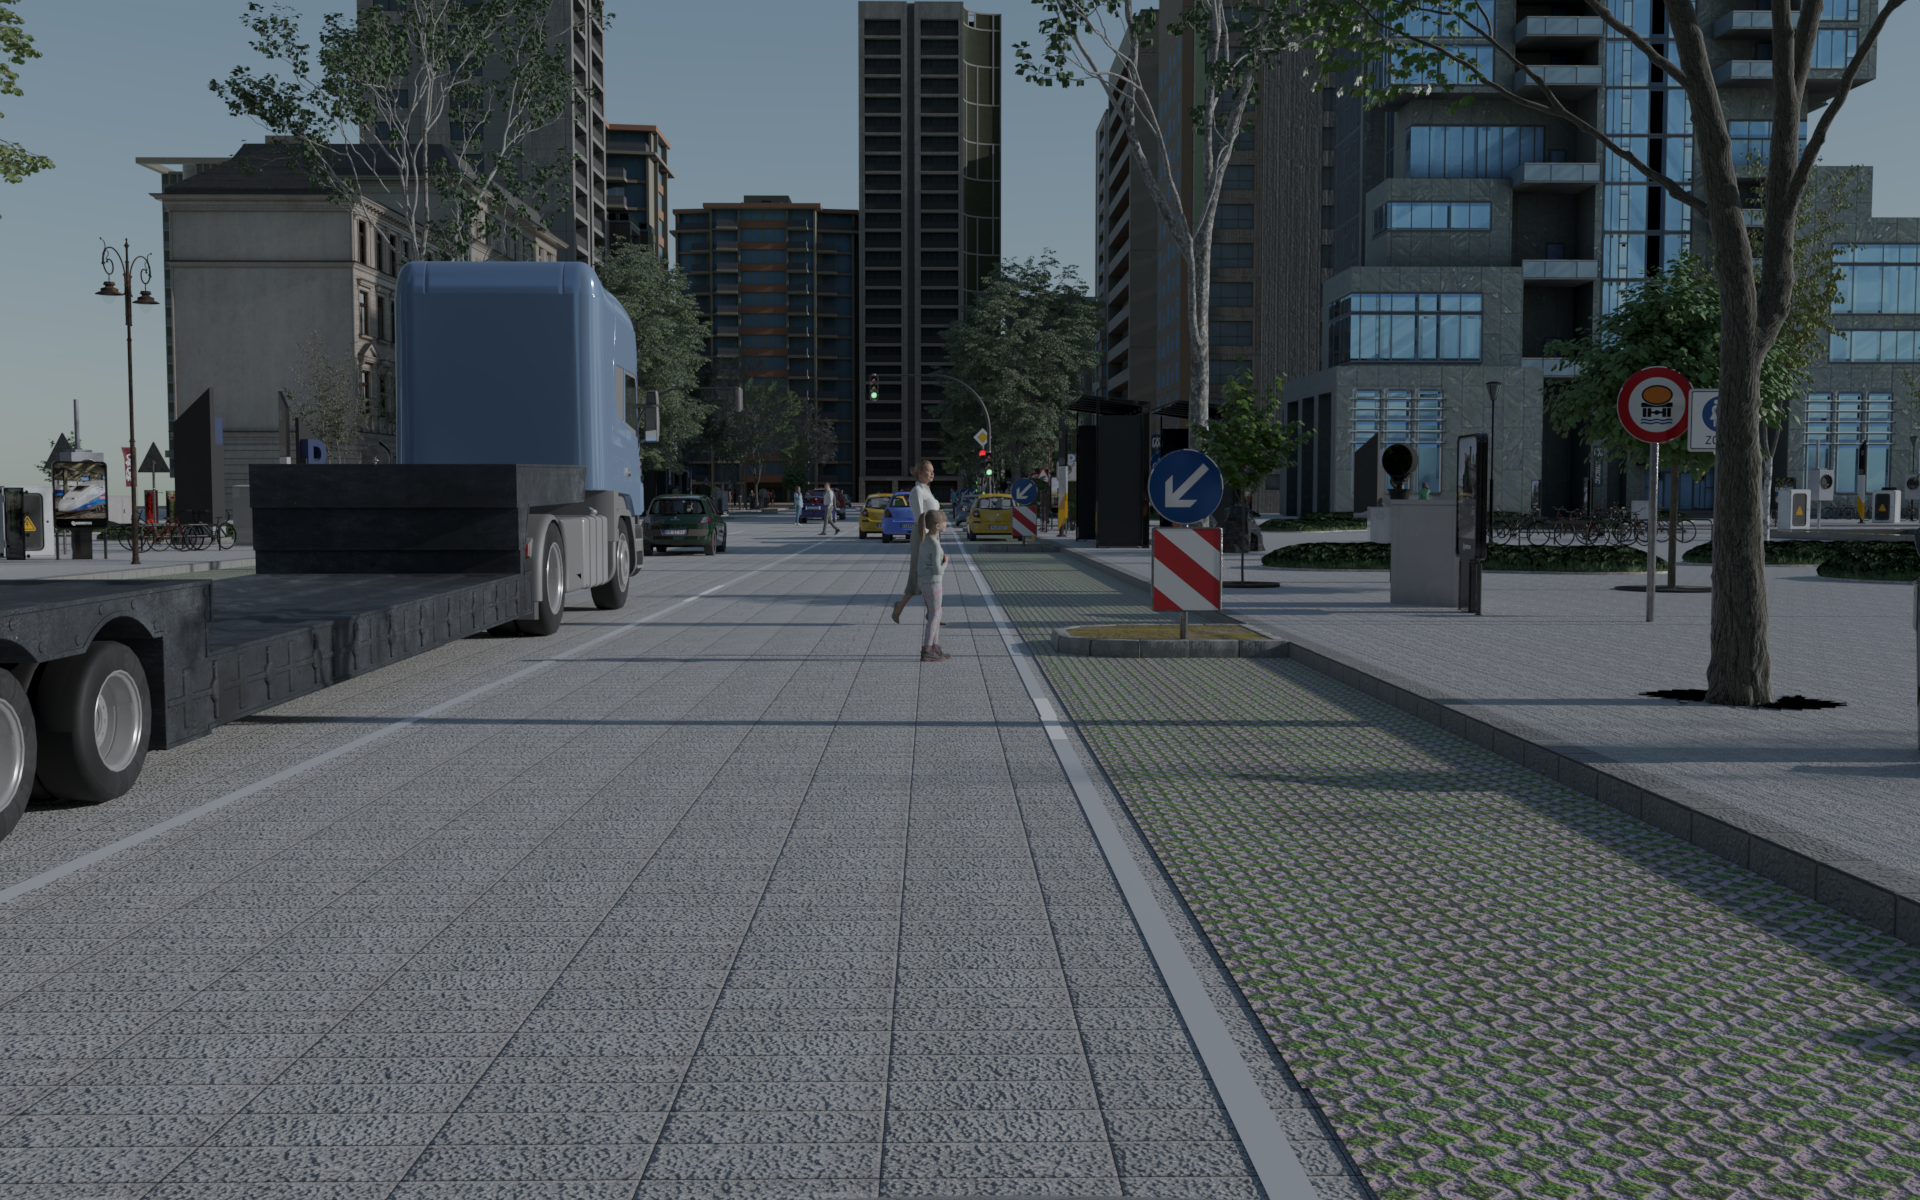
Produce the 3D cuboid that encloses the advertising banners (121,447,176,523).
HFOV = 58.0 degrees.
[{"bbox_3d":[-30.342,-4.210,65.013,2.074,3.025,0.090,-3,5,-42],"label":"advertising banners"}]

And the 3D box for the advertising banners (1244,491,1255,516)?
[{"bbox_3d":[12.312,-5.028,78.388,2.074,3.025,0.090,0,4,-7],"label":"advertising banners"}]

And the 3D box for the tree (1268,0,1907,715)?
[{"bbox_3d":[4.854,-5.180,10.456,9.928,11.665,9.643,0,3,0],"label":"tree"}]

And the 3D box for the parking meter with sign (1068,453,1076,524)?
[{"bbox_3d":[5.342,-4.812,74.944,0.543,3.016,1.738,3,5,41],"label":"parking meter with sign"}]

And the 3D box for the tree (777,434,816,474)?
[{"bbox_3d":[-18.629,-15.108,197.384,4.737,8.622,4.395,0,3,0],"label":"tree"}]

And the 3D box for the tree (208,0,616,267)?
[{"bbox_3d":[-17.001,-12.018,52.390,12.611,20.169,13.585,0,3,0],"label":"tree"}]

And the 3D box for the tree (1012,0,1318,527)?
[{"bbox_3d":[3.277,-10.800,32.462,12.611,20.169,13.585,0,3,0],"label":"tree"}]

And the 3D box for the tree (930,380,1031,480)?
[{"bbox_3d":[2.289,-12.607,140.539,8.767,10.594,7.601,1,4,16],"label":"tree"}]

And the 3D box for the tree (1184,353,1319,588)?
[{"bbox_3d":[3.841,-1.802,24.066,1.663,3.219,1.824,0,3,0],"label":"tree"}]

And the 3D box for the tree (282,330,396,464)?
[{"bbox_3d":[-28.069,-7.767,77.347,4.360,8.622,3.978,0,3,0],"label":"tree"}]

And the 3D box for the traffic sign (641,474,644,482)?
[{"bbox_3d":[-17.852,-5.844,95.651,0.768,2.556,0.104,0,4,4],"label":"traffic sign"}]

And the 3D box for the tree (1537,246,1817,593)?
[{"bbox_3d":[9.563,-2.399,22.942,4.285,4.588,4.351,0,3,0],"label":"tree"}]

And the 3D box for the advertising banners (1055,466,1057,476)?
[{"bbox_3d":[6.506,-6.727,106.175,0.090,3.025,2.074,-3,4,-37],"label":"advertising banners"}]

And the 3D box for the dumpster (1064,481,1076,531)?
[{"bbox_3d":[4.311,-3.576,60.969,1.502,2.255,1.985,0,4,-1],"label":"dumpster"}]

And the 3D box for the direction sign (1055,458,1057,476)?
[{"bbox_3d":[6.180,-7.187,109.499,0.876,3.537,0.379,2,4,30],"label":"direction sign"}]

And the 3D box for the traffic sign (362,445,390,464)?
[{"bbox_3d":[-15.106,-2.731,44.762,0.768,2.556,0.104,1,4,8],"label":"traffic sign"}]

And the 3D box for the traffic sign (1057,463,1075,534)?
[{"bbox_3d":[3.382,-3.243,55.156,0.606,2.300,0.079,0,4,1],"label":"traffic sign"}]

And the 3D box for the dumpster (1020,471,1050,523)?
[{"bbox_3d":[3.229,-4.446,75.193,1.502,2.255,1.985,0,4,-1],"label":"dumpster"}]

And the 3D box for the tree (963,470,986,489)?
[{"bbox_3d":[1.943,-12.946,195.388,4.285,4.588,4.351,0,3,0],"label":"tree"}]

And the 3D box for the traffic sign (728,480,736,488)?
[{"bbox_3d":[-16.620,-7.591,126.241,0.606,2.300,0.079,0,4,8],"label":"traffic sign"}]

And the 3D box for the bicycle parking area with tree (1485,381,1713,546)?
[{"bbox_3d":[15.416,-3.619,46.176,8.231,4.147,9.016,-2,4,-30],"label":"bicycle parking area with tree"}]

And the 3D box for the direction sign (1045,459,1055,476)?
[{"bbox_3d":[5.137,-6.818,103.470,0.379,3.537,0.876,3,4,39],"label":"direction sign"}]

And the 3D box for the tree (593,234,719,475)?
[{"bbox_3d":[-16.837,-11.023,86.884,9.857,13.997,8.962,0,3,0],"label":"tree"}]

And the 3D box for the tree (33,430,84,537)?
[{"bbox_3d":[-26.737,-3.532,52.345,1.663,3.219,1.824,0,3,0],"label":"tree"}]

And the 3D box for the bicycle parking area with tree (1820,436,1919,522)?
[{"bbox_3d":[46.584,-5.895,83.386,9.016,4.147,8.231,2,4,25],"label":"bicycle parking area with tree"}]

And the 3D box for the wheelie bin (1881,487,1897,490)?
[{"bbox_3d":[41.855,-4.286,77.978,0.980,1.594,0.693,0,4,5],"label":"wheelie bin"}]

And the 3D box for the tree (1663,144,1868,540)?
[{"bbox_3d":[16.766,-5.246,36.127,4.737,8.622,4.395,0,3,0],"label":"tree"}]

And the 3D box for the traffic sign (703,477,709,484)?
[{"bbox_3d":[-19.213,-8.026,131.223,0.884,2.594,0.081,0,4,0],"label":"traffic sign"}]

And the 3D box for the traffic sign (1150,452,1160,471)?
[{"bbox_3d":[6.006,-3.138,51.416,0.768,2.556,0.104,0,4,1],"label":"traffic sign"}]

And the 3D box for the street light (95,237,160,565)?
[{"bbox_3d":[-15.046,-3.587,31.439,0.468,5.910,1.993,0,4,-1],"label":"street light"}]

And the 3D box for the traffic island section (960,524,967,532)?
[{"bbox_3d":[1.108,-2.670,65.930,2.009,0.180,2.903,0,4,-1],"label":"traffic island section"}]

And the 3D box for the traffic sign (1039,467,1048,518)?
[{"bbox_3d":[4.001,-5.104,83.458,0.884,2.594,0.081,0,4,3],"label":"traffic sign"}]

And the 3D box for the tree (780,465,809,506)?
[{"bbox_3d":[-18.459,-12.808,193.118,4.285,4.588,4.351,0,3,0],"label":"tree"}]

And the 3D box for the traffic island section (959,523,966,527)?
[{"bbox_3d":[0.986,-3.158,73.914,2.009,0.180,2.903,0,4,-1],"label":"traffic island section"}]

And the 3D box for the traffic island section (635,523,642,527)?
[{"bbox_3d":[-13.753,-3.145,73.696,2.009,0.180,2.903,0,4,-1],"label":"traffic island section"}]

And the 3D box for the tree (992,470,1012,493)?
[{"bbox_3d":[2.942,-7.568,118.334,1.663,3.219,1.824,0,3,0],"label":"tree"}]

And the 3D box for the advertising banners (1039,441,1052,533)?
[{"bbox_3d":[2.859,-3.771,57.843,0.090,3.025,2.074,0,4,-7],"label":"advertising banners"}]

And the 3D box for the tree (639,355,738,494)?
[{"bbox_3d":[-17.640,-10.594,107.617,8.767,10.594,7.601,2,4,29],"label":"tree"}]

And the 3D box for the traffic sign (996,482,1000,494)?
[{"bbox_3d":[3.407,-9.043,147.960,0.768,2.556,0.104,0,4,6],"label":"traffic sign"}]

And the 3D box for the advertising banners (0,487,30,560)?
[{"bbox_3d":[-19.037,-2.300,33.798,2.074,3.025,0.090,1,4,18],"label":"advertising banners"}]

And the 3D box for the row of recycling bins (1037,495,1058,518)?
[{"bbox_3d":[4.662,-5.347,94.537,3.534,1.692,1.069,0,4,5],"label":"row of recycling bins"}]

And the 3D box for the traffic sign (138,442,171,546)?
[{"bbox_3d":[-20.023,-2.632,43.033,0.884,2.594,0.081,0,4,8],"label":"traffic sign"}]

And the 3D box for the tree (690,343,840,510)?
[{"bbox_3d":[-17.299,-14.004,139.328,12.009,13.543,11.850,0,3,0],"label":"tree"}]

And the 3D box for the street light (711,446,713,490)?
[{"bbox_3d":[-16.400,-8.660,114.373,0.468,5.910,1.993,0,4,-1],"label":"street light"}]

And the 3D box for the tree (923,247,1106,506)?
[{"bbox_3d":[2.831,-11.234,90.331,9.857,13.997,8.962,0,3,0],"label":"tree"}]

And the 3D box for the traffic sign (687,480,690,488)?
[{"bbox_3d":[-20.187,-7.681,127.714,0.606,2.300,0.079,0,4,5],"label":"traffic sign"}]

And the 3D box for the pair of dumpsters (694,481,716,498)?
[{"bbox_3d":[-18.648,-7.646,127.509,1.574,2.255,4.437,0,4,-1],"label":"pair of dumpsters"}]

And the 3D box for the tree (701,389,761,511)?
[{"bbox_3d":[-16.230,-10.375,119.994,4.360,8.622,3.978,0,3,0],"label":"tree"}]

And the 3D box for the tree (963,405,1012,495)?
[{"bbox_3d":[2.548,-11.103,131.891,4.360,8.622,3.978,0,3,0],"label":"tree"}]

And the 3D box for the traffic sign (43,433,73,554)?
[{"bbox_3d":[-19.013,-2.246,36.724,0.884,2.594,0.081,0,4,5],"label":"traffic sign"}]

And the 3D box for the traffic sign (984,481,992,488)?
[{"bbox_3d":[2.313,-8.987,146.942,0.884,2.594,0.081,0,4,2],"label":"traffic sign"}]

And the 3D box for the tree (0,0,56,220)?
[{"bbox_3d":[-14.780,-6.282,20.838,7.486,12.596,7.792,0,3,0],"label":"tree"}]
